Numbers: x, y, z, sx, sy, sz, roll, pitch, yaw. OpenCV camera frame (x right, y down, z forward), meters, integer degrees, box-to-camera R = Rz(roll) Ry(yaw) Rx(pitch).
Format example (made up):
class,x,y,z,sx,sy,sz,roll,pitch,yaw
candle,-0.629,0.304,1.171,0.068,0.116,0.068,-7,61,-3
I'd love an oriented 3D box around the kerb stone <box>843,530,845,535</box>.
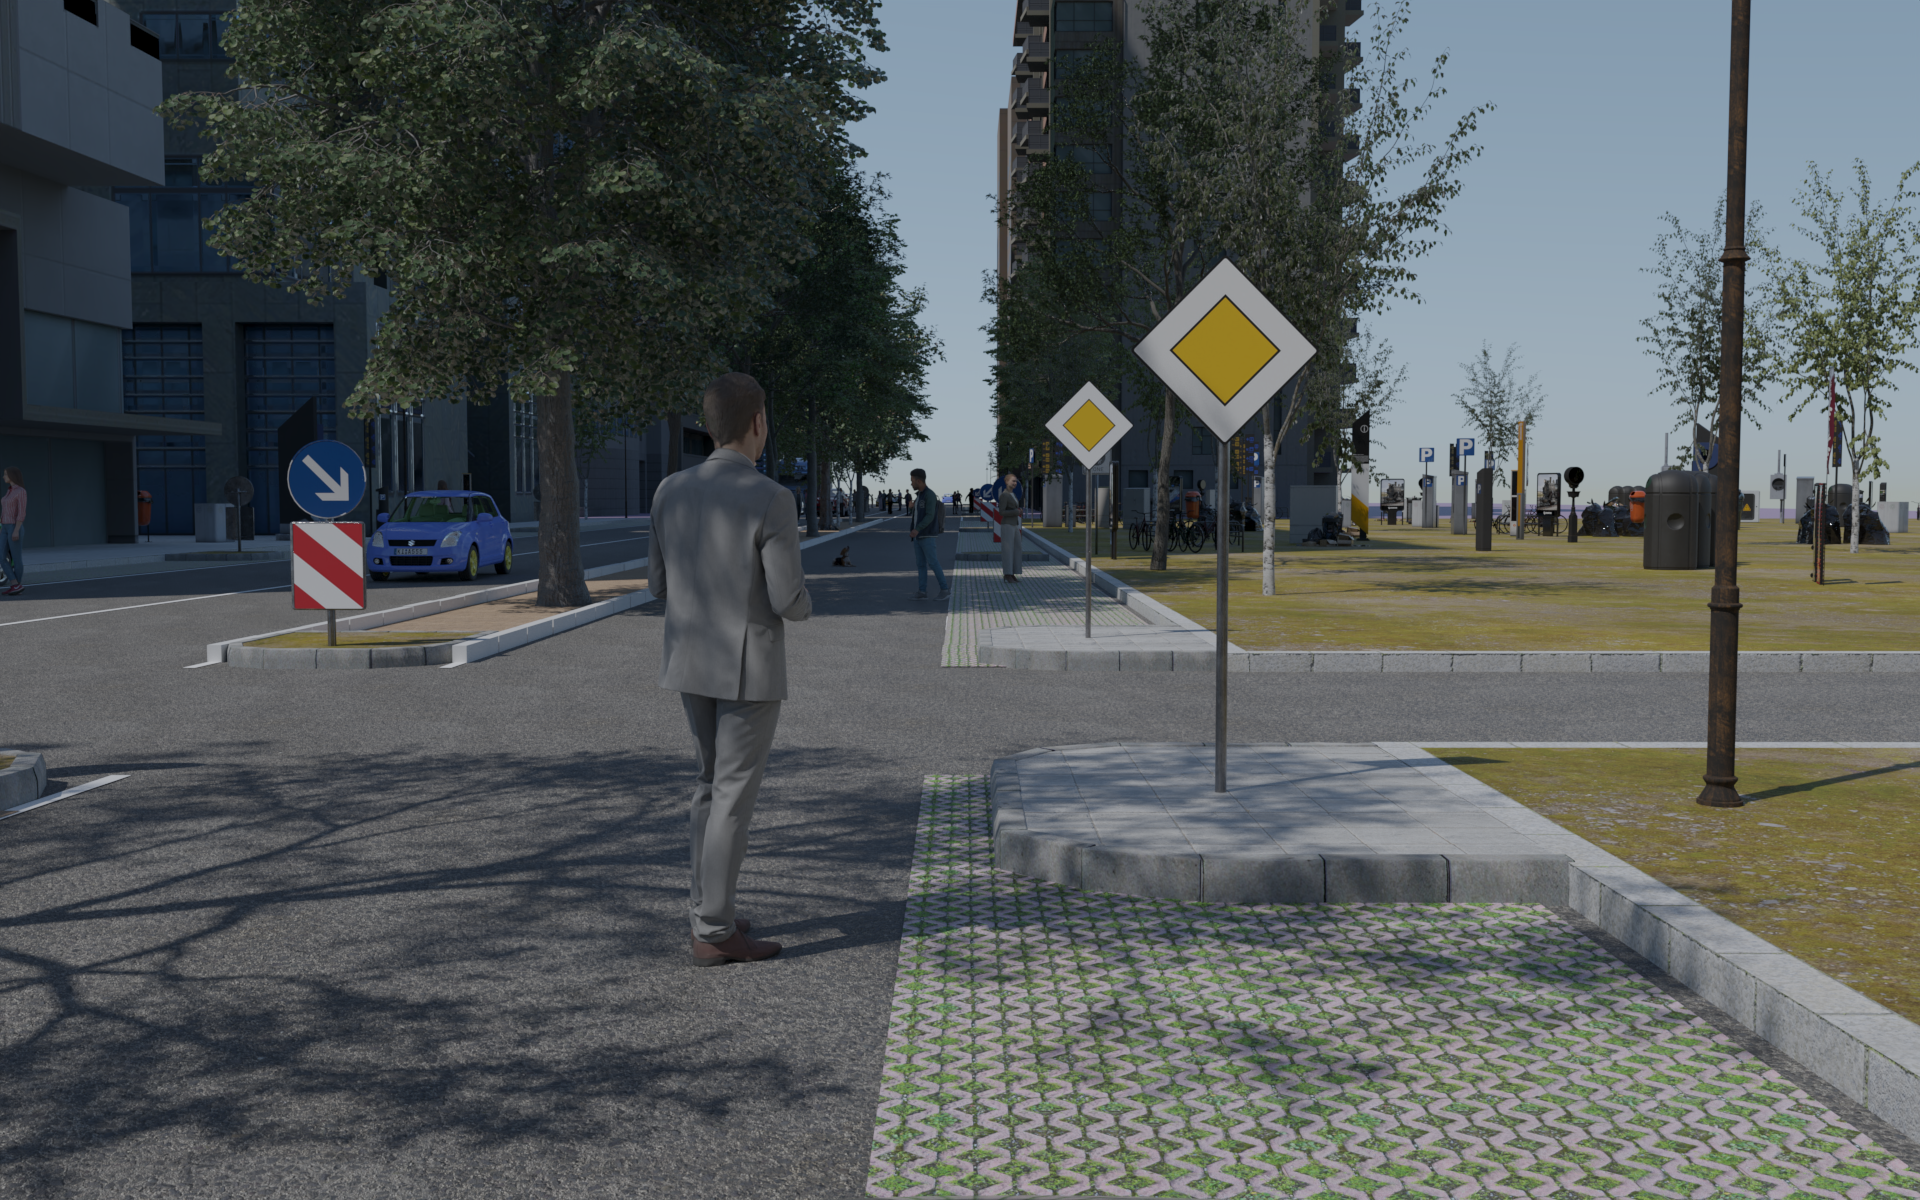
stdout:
class,x,y,z,sx,sy,sz,roll,pitch,yaw
kerb stone,-4.118,-2.259,59.269,0.120,0.150,1.000,0,4,0

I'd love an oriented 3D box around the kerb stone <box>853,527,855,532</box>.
class,x,y,z,sx,sy,sz,roll,pitch,yaw
kerb stone,-4.102,-2.580,64.393,0.120,0.150,1.000,0,4,0

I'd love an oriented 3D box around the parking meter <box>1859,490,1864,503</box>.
class,x,y,z,sx,sy,sz,roll,pitch,yaw
parking meter,44.146,-4.685,85.005,0.372,1.533,0.369,0,3,0

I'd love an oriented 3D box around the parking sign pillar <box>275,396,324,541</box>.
class,x,y,z,sx,sy,sz,roll,pitch,yaw
parking sign pillar,-18.283,-3.648,48.109,1.447,3.967,1.447,1,4,23

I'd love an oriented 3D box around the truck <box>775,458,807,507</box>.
class,x,y,z,sx,sy,sz,roll,pitch,yaw
truck,-12.357,-8.885,135.034,2.967,4.110,18.799,0,4,-2

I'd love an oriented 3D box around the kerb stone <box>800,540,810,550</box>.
class,x,y,z,sx,sy,sz,roll,pitch,yaw
kerb stone,-4.149,-1.452,45.932,0.120,0.150,1.000,0,4,0

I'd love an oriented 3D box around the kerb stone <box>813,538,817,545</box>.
class,x,y,z,sx,sy,sz,roll,pitch,yaw
kerb stone,-4.143,-1.577,47.977,0.120,0.150,1.000,0,4,0

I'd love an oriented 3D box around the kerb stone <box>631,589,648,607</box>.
class,x,y,z,sx,sy,sz,roll,pitch,yaw
kerb stone,-4.212,-0.007,22.348,0.120,0.150,1.000,0,4,0

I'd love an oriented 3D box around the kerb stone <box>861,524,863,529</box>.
class,x,y,z,sx,sy,sz,roll,pitch,yaw
kerb stone,-4.093,-2.895,69.527,0.120,0.150,1.000,0,4,0

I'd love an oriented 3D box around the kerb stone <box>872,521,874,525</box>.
class,x,y,z,sx,sy,sz,roll,pitch,yaw
kerb stone,-4.066,-3.396,77.728,0.120,0.150,1.000,0,4,0

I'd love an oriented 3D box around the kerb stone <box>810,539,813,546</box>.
class,x,y,z,sx,sy,sz,roll,pitch,yaw
kerb stone,-4.149,-1.514,46.956,0.120,0.150,1.000,0,4,0

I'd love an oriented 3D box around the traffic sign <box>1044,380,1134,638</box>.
class,x,y,z,sx,sy,sz,roll,pitch,yaw
traffic sign,1.140,-0.718,15.380,0.795,2.450,0.064,0,4,0

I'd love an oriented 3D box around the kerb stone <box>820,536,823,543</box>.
class,x,y,z,sx,sy,sz,roll,pitch,yaw
kerb stone,-4.144,-1.702,50.026,0.120,0.150,1.000,0,4,0

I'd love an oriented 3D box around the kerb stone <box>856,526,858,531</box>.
class,x,y,z,sx,sy,sz,roll,pitch,yaw
kerb stone,-4.100,-2.706,66.441,0.120,0.150,1.000,0,4,0

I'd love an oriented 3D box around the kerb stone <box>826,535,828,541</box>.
class,x,y,z,sx,sy,sz,roll,pitch,yaw
kerb stone,-4.135,-1.828,52.085,0.120,0.150,1.000,0,4,0

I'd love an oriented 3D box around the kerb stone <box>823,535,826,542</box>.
class,x,y,z,sx,sy,sz,roll,pitch,yaw
kerb stone,-4.137,-1.760,51.058,0.120,0.150,1.000,0,4,0

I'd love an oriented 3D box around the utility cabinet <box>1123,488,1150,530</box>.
class,x,y,z,sx,sy,sz,roll,pitch,yaw
utility cabinet,6.304,-3.261,62.002,0.318,1.500,1.173,-2,4,-34

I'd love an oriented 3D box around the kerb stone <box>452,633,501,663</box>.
class,x,y,z,sx,sy,sz,roll,pitch,yaw
kerb stone,-4.236,0.430,15.161,0.120,0.150,1.000,0,4,0

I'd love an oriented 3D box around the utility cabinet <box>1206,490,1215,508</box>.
class,x,y,z,sx,sy,sz,roll,pitch,yaw
utility cabinet,13.037,-4.878,88.429,1.173,1.500,0.318,-3,5,-39

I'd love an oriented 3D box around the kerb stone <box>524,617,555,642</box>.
class,x,y,z,sx,sy,sz,roll,pitch,yaw
kerb stone,-4.230,0.305,17.215,0.120,0.150,1.000,0,4,0

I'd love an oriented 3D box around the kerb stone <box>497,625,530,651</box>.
class,x,y,z,sx,sy,sz,roll,pitch,yaw
kerb stone,-4.232,0.368,16.186,0.120,0.150,1.000,0,4,0

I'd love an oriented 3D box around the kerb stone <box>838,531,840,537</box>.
class,x,y,z,sx,sy,sz,roll,pitch,yaw
kerb stone,-4.130,-2.139,57.209,0.120,0.150,1.000,0,4,0

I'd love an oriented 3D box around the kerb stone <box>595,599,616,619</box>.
class,x,y,z,sx,sy,sz,roll,pitch,yaw
kerb stone,-4.221,0.118,20.295,0.120,0.150,1.000,0,4,0

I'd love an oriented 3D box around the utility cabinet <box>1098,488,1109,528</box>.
class,x,y,z,sx,sy,sz,roll,pitch,yaw
utility cabinet,5.484,-3.441,64.933,0.318,1.500,1.173,-2,4,-24

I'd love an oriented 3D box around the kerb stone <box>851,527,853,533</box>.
class,x,y,z,sx,sy,sz,roll,pitch,yaw
kerb stone,-4.108,-2.518,63.371,0.120,0.150,1.000,0,4,0

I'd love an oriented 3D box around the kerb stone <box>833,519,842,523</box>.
class,x,y,z,sx,sy,sz,roll,pitch,yaw
kerb stone,-6.153,-3.960,86.938,0.120,0.150,1.000,0,4,0

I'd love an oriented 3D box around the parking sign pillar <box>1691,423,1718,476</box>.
class,x,y,z,sx,sy,sz,roll,pitch,yaw
parking sign pillar,28.203,-4.687,65.109,1.447,3.967,1.447,-3,4,-36

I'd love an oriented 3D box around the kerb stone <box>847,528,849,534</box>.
class,x,y,z,sx,sy,sz,roll,pitch,yaw
kerb stone,-4.125,-2.393,61.319,0.120,0.150,1.000,0,4,0

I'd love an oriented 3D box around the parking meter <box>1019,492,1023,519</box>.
class,x,y,z,sx,sy,sz,roll,pitch,yaw
parking meter,3.090,-4.979,89.813,0.372,1.533,0.369,0,3,0

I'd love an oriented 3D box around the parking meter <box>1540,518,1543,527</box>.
class,x,y,z,sx,sy,sz,roll,pitch,yaw
parking meter,22.452,-3.732,66.727,0.255,1.863,0.399,0,4,2

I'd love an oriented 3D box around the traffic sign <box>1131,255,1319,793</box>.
class,x,y,z,sx,sy,sz,roll,pitch,yaw
traffic sign,1.120,-0.229,7.395,0.795,2.450,0.064,0,4,0

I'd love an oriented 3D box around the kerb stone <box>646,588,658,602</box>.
class,x,y,z,sx,sy,sz,roll,pitch,yaw
kerb stone,-4.209,-0.072,23.376,0.120,0.150,1.000,0,4,0

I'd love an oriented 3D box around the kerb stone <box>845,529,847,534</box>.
class,x,y,z,sx,sy,sz,roll,pitch,yaw
kerb stone,-4.114,-2.330,60.292,0.120,0.150,1.000,0,4,0

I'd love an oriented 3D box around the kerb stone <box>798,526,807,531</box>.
class,x,y,z,sx,sy,sz,roll,pitch,yaw
kerb stone,-6.195,-2.825,68.501,0.120,0.150,1.000,0,4,0

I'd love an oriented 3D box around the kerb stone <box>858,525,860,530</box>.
class,x,y,z,sx,sy,sz,roll,pitch,yaw
kerb stone,-4.100,-2.769,67.472,0.120,0.150,1.000,0,4,0

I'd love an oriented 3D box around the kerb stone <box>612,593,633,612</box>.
class,x,y,z,sx,sy,sz,roll,pitch,yaw
kerb stone,-4.218,0.053,21.326,0.120,0.150,1.000,0,4,0

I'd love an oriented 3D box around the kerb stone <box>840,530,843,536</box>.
class,x,y,z,sx,sy,sz,roll,pitch,yaw
kerb stone,-4.120,-2.204,58.238,0.120,0.150,1.000,0,4,0

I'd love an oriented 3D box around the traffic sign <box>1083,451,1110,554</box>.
class,x,y,z,sx,sy,sz,roll,pitch,yaw
traffic sign,2.898,-2.116,36.723,0.606,2.300,0.079,0,4,5

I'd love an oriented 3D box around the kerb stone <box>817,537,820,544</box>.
class,x,y,z,sx,sy,sz,roll,pitch,yaw
kerb stone,-4.145,-1.639,48.999,0.120,0.150,1.000,0,4,0

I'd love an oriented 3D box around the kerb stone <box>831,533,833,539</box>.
class,x,y,z,sx,sy,sz,roll,pitch,yaw
kerb stone,-4.133,-1.954,54.137,0.120,0.150,1.000,0,4,0

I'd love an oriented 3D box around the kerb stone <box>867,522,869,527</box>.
class,x,y,z,sx,sy,sz,roll,pitch,yaw
kerb stone,-4.081,-3.145,73.624,0.120,0.150,1.000,0,4,0

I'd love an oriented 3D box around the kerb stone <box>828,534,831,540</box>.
class,x,y,z,sx,sy,sz,roll,pitch,yaw
kerb stone,-4.138,-1.890,53.107,0.120,0.150,1.000,0,4,0

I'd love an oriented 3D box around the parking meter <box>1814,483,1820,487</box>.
class,x,y,z,sx,sy,sz,roll,pitch,yaw
parking meter,43.920,-5.081,88.793,0.399,1.863,0.255,-3,5,-40

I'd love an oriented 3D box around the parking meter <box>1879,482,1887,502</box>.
class,x,y,z,sx,sy,sz,roll,pitch,yaw
parking meter,45.682,-4.895,85.744,0.255,1.863,0.399,3,4,39

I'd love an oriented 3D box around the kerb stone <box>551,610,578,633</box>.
class,x,y,z,sx,sy,sz,roll,pitch,yaw
kerb stone,-4.224,0.242,18.251,0.120,0.150,1.000,0,4,0

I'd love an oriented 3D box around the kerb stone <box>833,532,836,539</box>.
class,x,y,z,sx,sy,sz,roll,pitch,yaw
kerb stone,-4.132,-2.012,55.160,0.120,0.150,1.000,0,4,0

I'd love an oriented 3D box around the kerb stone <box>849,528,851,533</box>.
class,x,y,z,sx,sy,sz,roll,pitch,yaw
kerb stone,-4.107,-2.456,62.346,0.120,0.150,1.000,0,4,0

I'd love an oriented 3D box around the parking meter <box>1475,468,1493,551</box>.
class,x,y,z,sx,sy,sz,roll,pitch,yaw
parking meter,11.790,-2.034,38.960,0.255,1.863,0.399,0,4,-4

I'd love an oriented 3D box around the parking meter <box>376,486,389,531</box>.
class,x,y,z,sx,sy,sz,roll,pitch,yaw
parking meter,-17.532,-2.701,52.571,0.372,1.533,0.369,0,3,0

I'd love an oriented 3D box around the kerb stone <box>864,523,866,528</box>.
class,x,y,z,sx,sy,sz,roll,pitch,yaw
kerb stone,-4.093,-3.020,71.578,0.120,0.150,1.000,0,4,0

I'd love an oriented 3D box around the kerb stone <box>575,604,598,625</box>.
class,x,y,z,sx,sy,sz,roll,pitch,yaw
kerb stone,-4.221,0.182,19.273,0.120,0.150,1.000,0,4,0

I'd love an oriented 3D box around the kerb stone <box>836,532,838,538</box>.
class,x,y,z,sx,sy,sz,roll,pitch,yaw
kerb stone,-4.137,-2.079,56.181,0.120,0.150,1.000,0,4,0

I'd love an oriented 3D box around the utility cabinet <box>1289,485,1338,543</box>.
class,x,y,z,sx,sy,sz,roll,pitch,yaw
utility cabinet,9.044,-2.177,44.265,1.173,1.500,0.318,1,4,23
